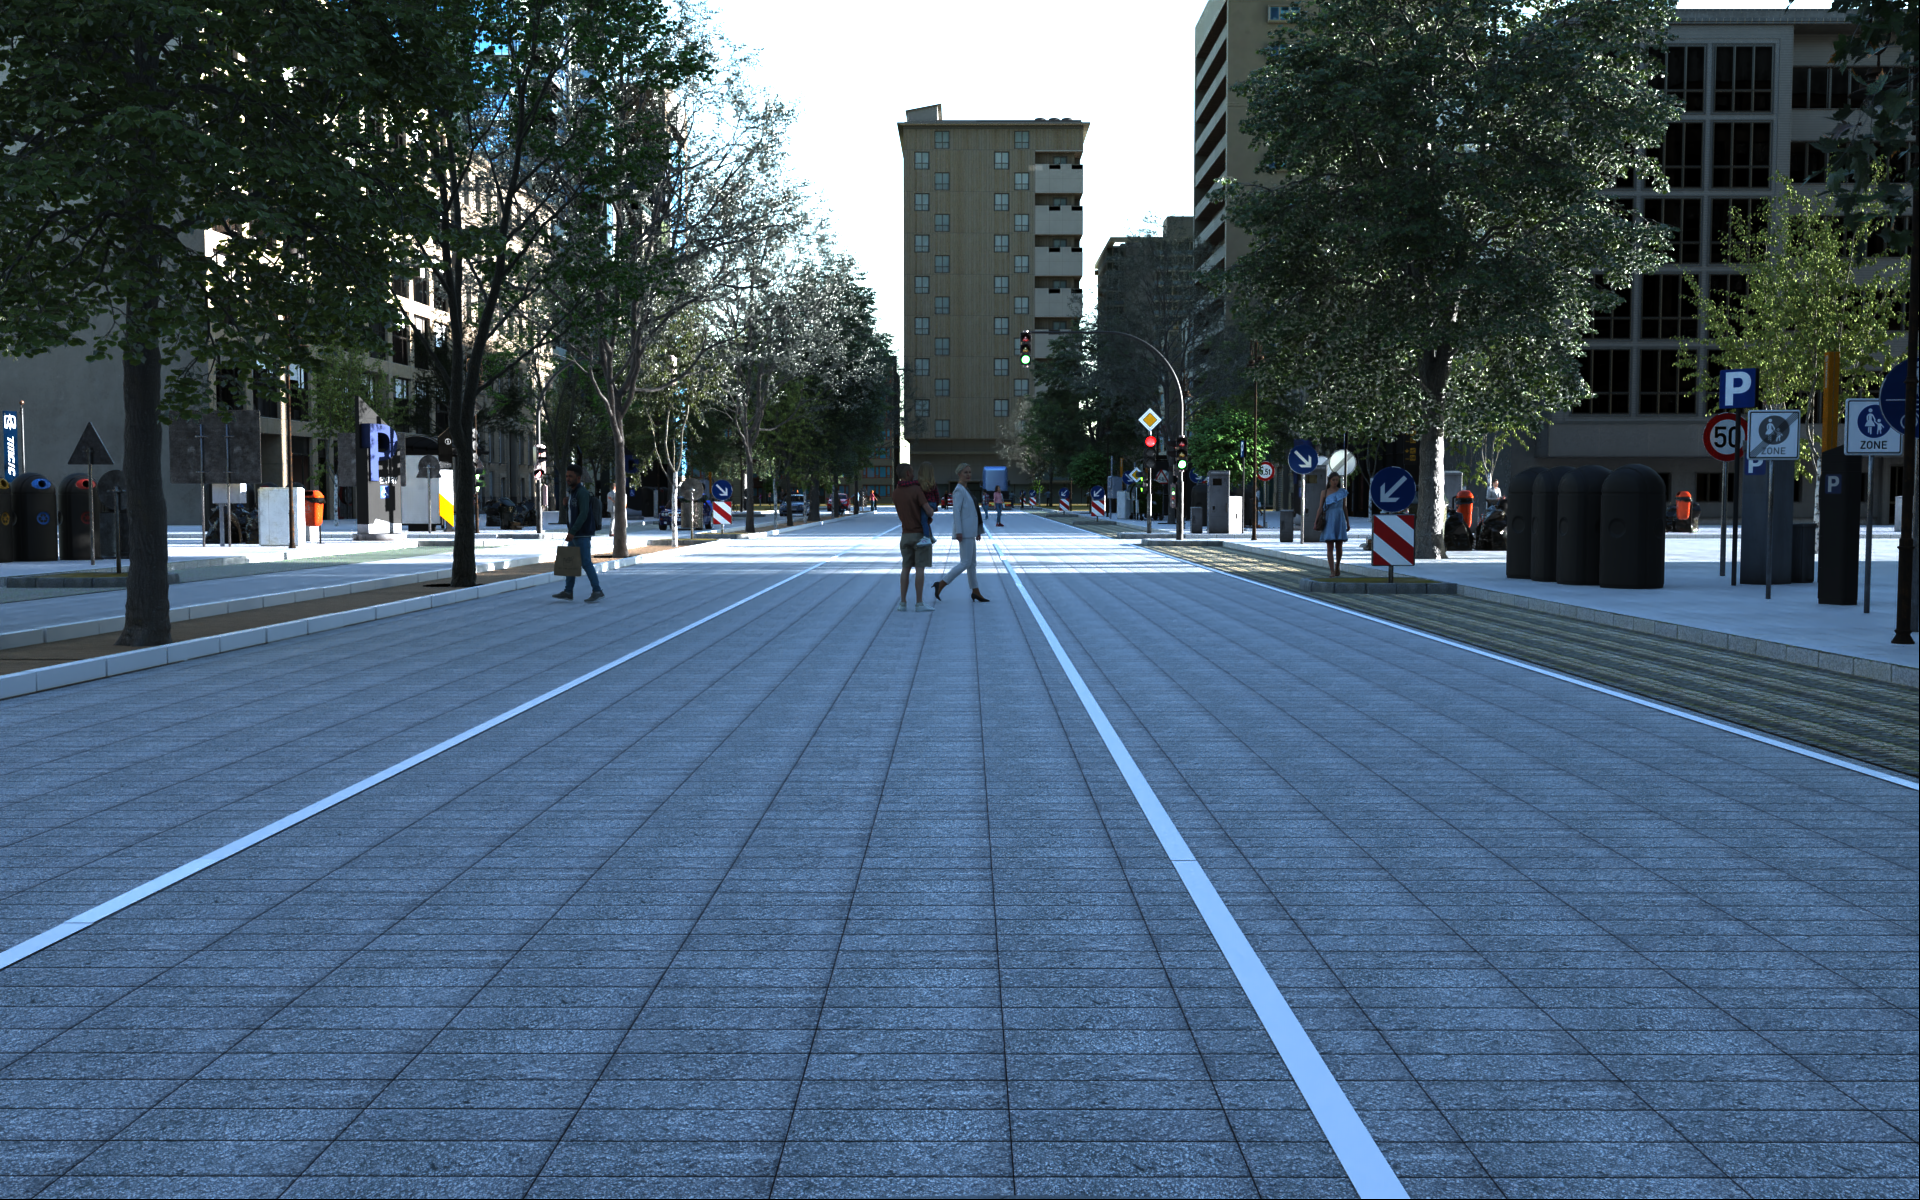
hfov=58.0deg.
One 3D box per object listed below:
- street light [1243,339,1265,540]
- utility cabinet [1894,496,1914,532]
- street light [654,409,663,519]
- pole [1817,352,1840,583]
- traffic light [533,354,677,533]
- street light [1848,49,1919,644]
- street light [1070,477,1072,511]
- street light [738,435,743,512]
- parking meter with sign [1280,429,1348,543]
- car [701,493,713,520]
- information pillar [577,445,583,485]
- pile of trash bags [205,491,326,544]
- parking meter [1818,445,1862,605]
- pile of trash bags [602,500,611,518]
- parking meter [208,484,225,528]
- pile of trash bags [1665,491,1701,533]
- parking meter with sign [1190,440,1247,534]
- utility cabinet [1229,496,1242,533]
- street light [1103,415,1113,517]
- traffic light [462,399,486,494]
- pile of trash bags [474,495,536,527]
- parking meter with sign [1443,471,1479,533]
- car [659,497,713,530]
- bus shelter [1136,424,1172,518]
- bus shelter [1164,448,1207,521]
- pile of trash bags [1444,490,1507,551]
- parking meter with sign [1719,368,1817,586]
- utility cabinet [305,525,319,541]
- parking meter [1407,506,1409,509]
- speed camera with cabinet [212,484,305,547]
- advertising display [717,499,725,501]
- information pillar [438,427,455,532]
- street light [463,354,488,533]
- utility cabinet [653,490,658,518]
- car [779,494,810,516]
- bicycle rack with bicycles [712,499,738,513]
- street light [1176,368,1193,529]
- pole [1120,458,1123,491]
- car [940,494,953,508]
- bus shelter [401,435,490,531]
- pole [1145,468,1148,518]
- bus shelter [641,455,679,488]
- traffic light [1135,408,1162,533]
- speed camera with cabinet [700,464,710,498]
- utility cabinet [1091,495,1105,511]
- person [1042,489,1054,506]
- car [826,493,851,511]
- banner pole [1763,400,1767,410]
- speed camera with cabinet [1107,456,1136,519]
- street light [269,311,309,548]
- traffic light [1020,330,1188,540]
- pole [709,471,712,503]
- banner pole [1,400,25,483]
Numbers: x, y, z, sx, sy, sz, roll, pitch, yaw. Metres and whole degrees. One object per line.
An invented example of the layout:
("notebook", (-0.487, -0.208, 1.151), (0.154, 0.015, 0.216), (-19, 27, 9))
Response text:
("street light", (8.188, -4.603, 48.040), (0.468, 5.910, 1.993), (0, 4, 0))
("utility cabinet", (32.340, -2.921, 58.920), (0.306, 1.237, 1.020), (-2, 4, -24))
("street light", (-15.672, -7.171, 90.029), (0.468, 5.910, 1.993), (0, 4, 0))
("pole", (12.500, -1.901, 24.917), (0.158, 3.312, 0.155), (0, 3, 0))
("traffic light", (-11.618, -5.003, 56.468), (4.771, 5.953, 1.251), (0, 4, 0))
("street light", (8.101, -2.563, 14.700), (0.468, 5.910, 1.993), (0, 4, 0))
("street light", (8.391, -9.673, 130.940), (0.468, 5.910, 1.993), (0, 4, 0))
("street light", (-15.603, -9.217, 123.483), (0.468, 5.910, 1.993), (0, 4, 0))
("parking meter with sign", (9.385, -3.040, 45.971), (1.738, 3.016, 0.543), (1, 4, 10))
("car", (-13.577, -4.798, 88.032), (1.945, 1.707, 3.694), (0, 4, -1))
("information pillar", (-18.044, -5.557, 82.217), (0.183, 3.616, 0.504), (-2, 4, -34))
("pile of trash bags", (-17.985, -2.165, 45.145), (3.447, 1.369, 1.912), (1, 4, 20))
("parking meter", (10.212, -0.881, 20.121), (0.255, 1.863, 0.399), (-1, 4, -22))
("pile of trash bags", (-19.400, -5.129, 93.605), (1.912, 1.369, 3.447), (3, 4, 36))
("parking meter", (-20.781, -2.614, 48.450), (0.255, 1.863, 0.399), (2, 4, 23))
("pile of trash bags", (23.831, -2.951, 58.008), (1.912, 1.369, 3.447), (0, 4, 7))
("parking meter with sign", (8.397, -3.677, 56.387), (1.738, 3.016, 0.543), (0, 4, -1))
("utility cabinet", (8.929, -2.825, 57.358), (1.020, 1.237, 0.306), (-3, 4, -36))
("street light", (8.312, -7.623, 97.421), (0.468, 5.910, 1.993), (0, 4, 0))
("traffic light", (-13.734, -3.641, 48.454), (0.839, 4.253, 0.868), (0, 4, 0))
("pile of trash bags", (-18.526, -3.644, 69.337), (3.447, 1.369, 1.912), (1, 4, 19))
("parking meter with sign", (16.030, -3.688, 56.552), (1.738, 3.016, 0.543), (0, 4, -3))
("car", (-11.073, -3.510, 69.962), (1.945, 1.354, 3.894), (0, 4, 0))
("bus shelter", (11.104, -7.316, 97.253), (2.179, 5.291, 8.768), (0, 4, 0))
("bus shelter", (11.317, -5.788, 85.913), (1.731, 3.624, 6.357), (0, 3, 0))
("pile of trash bags", (11.904, -1.888, 40.622), (1.912, 1.369, 3.447), (1, 4, 12))
("parking meter with sign", (11.539, -1.737, 24.656), (1.738, 3.016, 0.543), (-2, 4, -34))
("utility cabinet", (-17.885, -2.213, 47.346), (0.306, 1.237, 1.020), (-3, 5, -44))
("parking meter", (15.385, -3.111, 59.279), (0.372, 1.533, 0.369), (0, 3, 0))
("speed camera with cabinet", (-17.245, -2.950, 42.576), (2.038, 3.252, 0.660), (-1, 4, -8))
("advertising display", (-15.565, -6.679, 114.417), (0.974, 1.923, 0.123), (-2, 4, -34))
("information pillar", (-17.473, -4.130, 58.885), (0.504, 3.616, 0.183), (-3, 4, -37))
("street light", (-15.855, -5.132, 56.689), (0.468, 5.910, 1.993), (0, 4, 0))
("utility cabinet", (-16.158, -5.104, 92.127), (0.318, 1.500, 1.173), (-1, 4, -11))
("car", (-10.710, -6.158, 112.685), (2.014, 1.417, 4.499), (0, 3, 0))
("bicycle rack with bicycles", (-17.058, -6.533, 120.190), (2.852, 0.926, 2.925), (-2, 4, -32))
("street light", (8.239, -5.568, 63.825), (0.468, 5.910, 1.993), (0, 4, 0))
("pole", (9.063, -6.325, 97.260), (0.158, 3.312, 0.155), (0, 3, 0))
("car", (-0.976, -10.182, 175.518), (2.155, 1.783, 4.494), (0, 4, 1))
("bus shelter", (-18.582, -4.166, 62.044), (2.014, 3.302, 5.546), (0, 4, 0))
("pole", (9.982, -6.029, 92.422), (0.158, 3.312, 0.155), (0, 3, 0))
("bus shelter", (-18.037, -6.879, 103.749), (1.731, 3.624, 6.357), (0, 4, 0))
("traffic light", (6.151, -4.127, 56.396), (0.839, 4.253, 0.868), (0, 4, 0))
("speed camera with cabinet", (-17.246, -7.196, 111.983), (2.038, 3.252, 0.660), (1, 4, 16))
("utility cabinet", (10.482, -7.341, 131.180), (1.020, 1.237, 0.306), (1, 4, 14))
("person", (9.338, -10.808, 182.746), (1.348, 1.826, 0.705), (1, 4, 11))
("car", (-10.114, -8.296, 144.678), (2.155, 1.783, 4.494), (0, 4, -1))
("banner pole", (21.358, -3.430, 46.095), (0.401, 3.779, 0.863), (2, 4, 30))
("speed camera with cabinet", (8.299, -5.802, 89.195), (0.660, 3.252, 2.038), (-1, 4, -22))
("street light", (-15.817, -4.163, 40.848), (0.468, 5.910, 1.993), (0, 4, 0))
("traffic light", (4.035, -4.502, 48.276), (4.771, 5.953, 1.251), (0, 4, 0))
("pole", (-17.026, -7.597, 118.046), (0.158, 3.312, 0.155), (0, 3, 0))
("banner pole", (-25.068, -3.425, 46.020), (0.401, 3.779, 0.863), (1, 4, 17))
